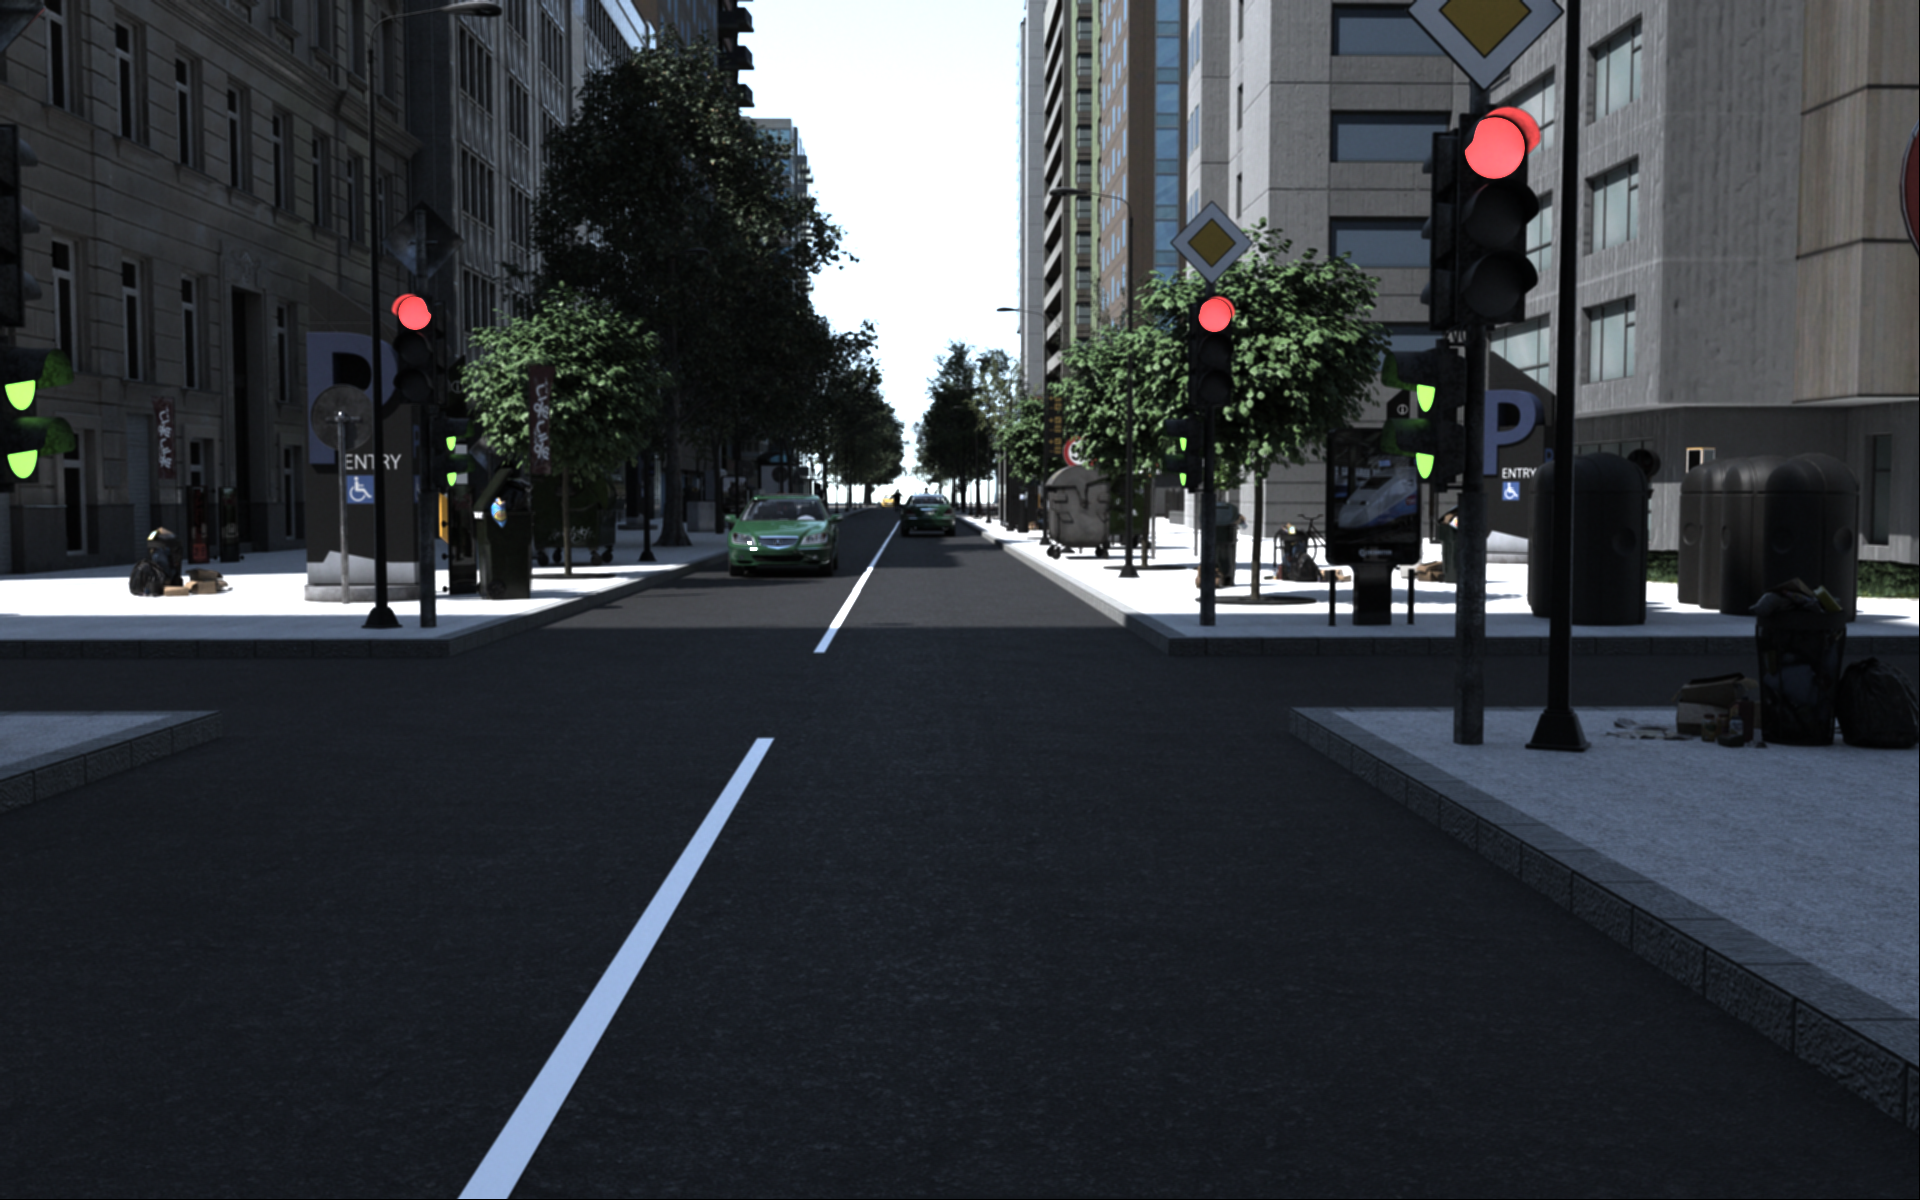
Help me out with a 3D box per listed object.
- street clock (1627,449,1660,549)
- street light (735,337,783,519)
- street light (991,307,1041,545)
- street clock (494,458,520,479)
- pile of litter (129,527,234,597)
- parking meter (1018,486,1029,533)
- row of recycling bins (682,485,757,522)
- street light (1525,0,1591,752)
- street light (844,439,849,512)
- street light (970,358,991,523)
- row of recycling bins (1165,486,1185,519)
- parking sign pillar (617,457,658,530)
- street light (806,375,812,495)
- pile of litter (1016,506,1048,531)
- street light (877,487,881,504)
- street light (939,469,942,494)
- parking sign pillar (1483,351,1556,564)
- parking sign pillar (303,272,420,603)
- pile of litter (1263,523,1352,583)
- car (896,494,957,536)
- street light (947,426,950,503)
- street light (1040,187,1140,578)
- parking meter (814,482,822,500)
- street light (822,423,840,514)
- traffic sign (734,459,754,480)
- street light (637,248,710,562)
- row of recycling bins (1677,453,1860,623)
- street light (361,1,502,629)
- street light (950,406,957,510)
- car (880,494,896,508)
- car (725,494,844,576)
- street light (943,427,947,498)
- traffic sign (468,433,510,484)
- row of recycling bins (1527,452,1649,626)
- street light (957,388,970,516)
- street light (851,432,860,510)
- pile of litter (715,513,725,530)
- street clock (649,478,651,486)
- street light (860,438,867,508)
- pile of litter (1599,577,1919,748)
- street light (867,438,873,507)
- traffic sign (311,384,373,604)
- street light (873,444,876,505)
[{"bbox_3d":[10.940,-1.420,27.785,0.471,2.002,0.358,3,5,44],"label":"street clock"},{"bbox_3d":[-5.945,-4.756,50.297,1.470,5.913,1.316,0,4,-1],"label":"street light"},{"bbox_3d":[1.590,-4.319,43.156,1.470,5.913,1.316,0,4,-1],"label":"street light"},{"bbox_3d":[-9.168,-1.868,35.110,0.471,2.002,0.358,1,4,16],"label":"street clock"},{"bbox_3d":[-10.009,-0.515,22.387,1.176,0.858,1.719,1,4,19],"label":"pile of litter"},{"bbox_3d":[2.083,-2.980,57.126,0.372,1.533,0.369,0,3,0],"label":"parking meter"},{"bbox_3d":[-10.930,-4.398,79.026,3.534,1.692,1.069,-1,4,-11],"label":"row of recycling bins"},{"bbox_3d":[2.491,-2.205,8.593,1.470,5.913,1.316,0,4,-1],"label":"street light"},{"bbox_3d":[-6.853,-7.391,93.389,1.470,5.913,1.316,0,4,-1],"label":"street light"},{"bbox_3d":[1.186,-5.312,59.395,1.470,5.913,1.316,0,4,-1],"label":"street light"},{"bbox_3d":[11.490,-4.959,88.194,1.069,1.692,3.534,-1,4,-21],"label":"row of recycling bins"},{"bbox_3d":[-11.647,-4.526,62.471,1.447,3.967,1.447,1,4,9],"label":"parking sign pillar"},{"bbox_3d":[-6.305,-5.749,66.537,1.470,5.913,1.316,0,4,-1],"label":"street light"},{"bbox_3d":[2.795,-2.902,61.406,1.719,0.858,1.176,0,4,-4],"label":"pile of litter"},{"bbox_3d":[-8.979,-12.480,176.595,1.470,5.913,1.316,0,4,-1],"label":"street light"},{"bbox_3d":[-0.709,-9.952,135.261,1.470,5.913,1.316,0,4,-1],"label":"street light"},{"bbox_3d":[10.357,-2.675,32.207,1.447,3.967,1.447,-3,5,-42],"label":"parking sign pillar"},{"bbox_3d":[-7.246,-1.992,21.038,1.447,3.967,1.447,0,4,-1],"label":"parking sign pillar"},{"bbox_3d":[5.154,-0.721,25.756,1.176,0.858,1.719,0,4,-6],"label":"pile of litter"},{"bbox_3d":[-1.131,-2.946,59.969,2.131,1.459,4.920,0,4,-3],"label":"car"},{"bbox_3d":[0.104,-7.966,102.784,1.470,5.913,1.316,0,4,-1],"label":"street light"},{"bbox_3d":[2.051,-3.295,26.407,1.470,5.913,1.316,0,4,-1],"label":"street light"},{"bbox_3d":[-6.753,-4.687,82.344,0.399,1.863,0.255,0,4,1],"label":"parking meter"},{"bbox_3d":[-6.687,-6.826,84.144,1.470,5.913,1.316,0,4,-1],"label":"street light"},{"bbox_3d":[-7.948,-3.894,63.768,0.768,2.556,0.104,0,4,4],"label":"traffic sign"},{"bbox_3d":[-5.423,-3.689,32.850,1.470,5.913,1.316,0,4,-1],"label":"street light"},{"bbox_3d":[8.686,-0.717,18.834,1.069,1.692,3.534,0,4,6],"label":"row of recycling bins"},{"bbox_3d":[-5.017,-2.687,16.480,1.470,5.913,1.316,0,4,-1],"label":"street light"},{"bbox_3d":[0.347,-7.299,91.872,1.470,5.913,1.316,0,4,-1],"label":"street light"},{"bbox_3d":[-7.161,-10.260,177.974,2.015,1.641,3.980,0,4,-1],"label":"car"},{"bbox_3d":[-3.182,-1.219,31.731,2.131,1.459,4.920,0,4,-2],"label":"car"},{"bbox_3d":[-0.287,-8.959,119.023,1.470,5.913,1.316,0,4,-1],"label":"street light"},{"bbox_3d":[-8.342,-1.808,30.750,0.795,2.450,0.064,0,4,6],"label":"traffic sign"},{"bbox_3d":[6.602,-0.695,18.477,1.069,1.692,3.534,1,4,13],"label":"row of recycling bins"},{"bbox_3d":[0.709,-6.305,75.632,1.470,5.913,1.316,0,4,-1],"label":"street light"},{"bbox_3d":[-7.313,-8.422,110.234,1.470,5.913,1.316,0,4,-1],"label":"street light"},{"bbox_3d":[-9.129,-2.963,62.405,1.176,0.858,1.719,2,4,34],"label":"pile of litter"},{"bbox_3d":[-12.307,-3.852,67.552,0.471,2.002,0.358,1,4,13],"label":"street clock"},{"bbox_3d":[-7.765,-9.440,126.882,1.470,5.913,1.316,0,4,-1],"label":"street light"},{"bbox_3d":[4.330,0.292,9.185,1.719,0.858,1.176,2,4,24],"label":"pile of litter"},{"bbox_3d":[-8.142,-10.433,143.121,1.470,5.913,1.316,0,4,-1],"label":"street light"},{"bbox_3d":[-7.170,-1.225,20.135,0.768,2.556,0.104,0,4,3],"label":"traffic sign"},{"bbox_3d":[-8.630,-11.434,159.493,1.470,5.913,1.316,0,4,-1],"label":"street light"}]
